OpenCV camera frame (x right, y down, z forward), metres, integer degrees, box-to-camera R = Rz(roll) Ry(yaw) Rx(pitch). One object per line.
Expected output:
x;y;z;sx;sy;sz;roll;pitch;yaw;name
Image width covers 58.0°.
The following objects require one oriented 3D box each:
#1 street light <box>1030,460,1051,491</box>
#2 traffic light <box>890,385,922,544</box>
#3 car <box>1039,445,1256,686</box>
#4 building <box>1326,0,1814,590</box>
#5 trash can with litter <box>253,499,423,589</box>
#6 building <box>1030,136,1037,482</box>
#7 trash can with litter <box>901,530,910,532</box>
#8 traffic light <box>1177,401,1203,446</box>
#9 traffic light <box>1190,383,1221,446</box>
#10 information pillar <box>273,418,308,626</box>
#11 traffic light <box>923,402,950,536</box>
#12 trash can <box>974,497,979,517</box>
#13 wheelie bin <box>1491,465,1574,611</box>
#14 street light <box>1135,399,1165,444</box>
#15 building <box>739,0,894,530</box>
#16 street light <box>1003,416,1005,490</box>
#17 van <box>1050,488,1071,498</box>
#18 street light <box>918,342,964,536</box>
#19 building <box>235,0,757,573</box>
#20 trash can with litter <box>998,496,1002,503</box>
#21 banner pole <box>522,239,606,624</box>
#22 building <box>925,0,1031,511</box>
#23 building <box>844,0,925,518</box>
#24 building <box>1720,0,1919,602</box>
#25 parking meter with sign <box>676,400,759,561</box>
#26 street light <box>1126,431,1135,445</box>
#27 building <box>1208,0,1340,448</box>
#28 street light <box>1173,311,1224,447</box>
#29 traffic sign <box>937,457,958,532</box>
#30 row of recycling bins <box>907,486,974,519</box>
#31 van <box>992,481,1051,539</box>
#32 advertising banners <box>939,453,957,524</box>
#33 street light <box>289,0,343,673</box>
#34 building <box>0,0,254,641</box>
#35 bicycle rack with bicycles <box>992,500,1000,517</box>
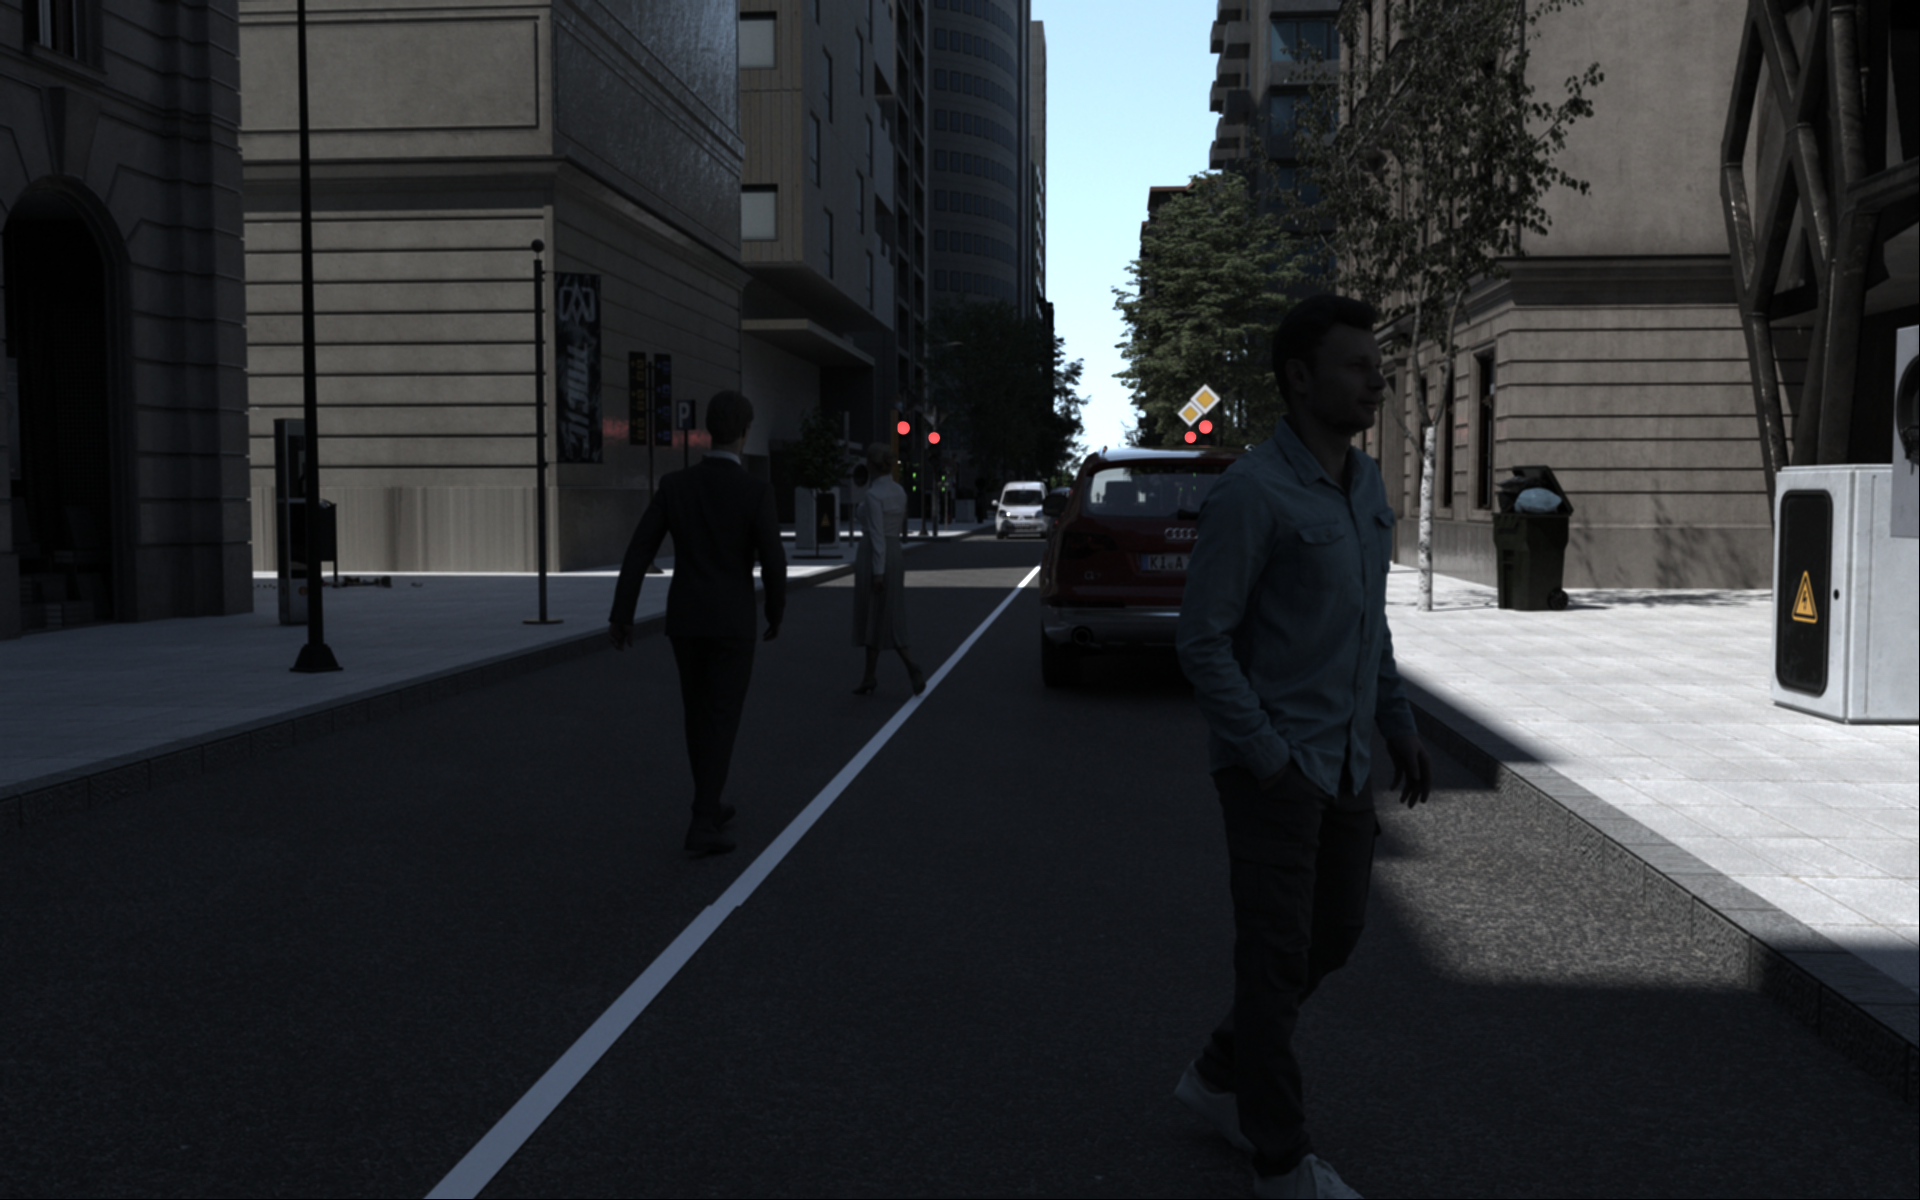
5.816;-9.583;129.221;1.470;5.913;1.316;0;4;5;street light
-1.415;-3.418;44.803;0.839;4.253;0.868;0;4;5;traffic light
1.781;-0.348;14.363;2.281;1.827;5.304;0;4;6;car
12.762;-10.212;31.595;10.561;19.102;19.286;0;4;5;building
-8.612;-0.795;24.048;2.233;1.210;1.678;1;4;12;trash can with litter
1.186;-31.130;192.562;14.154;41.232;14.086;0;4;5;building
-2.519;-2.948;59.258;1.678;1.210;2.233;1;4;21;trash can with litter
6.895;-3.866;52.130;0.839;4.253;0.868;0;4;5;traffic light
6.220;-3.379;44.174;0.839;4.253;0.868;0;4;5;traffic light
-6.501;-0.763;16.975;0.304;2.012;0.304;-3;5;-39;information pillar
-0.740;-3.905;52.760;0.839;4.253;0.868;0;4;5;traffic light
0.728;-5.162;96.046;0.748;1.137;0.748;0;3;0;trash can
6.316;-0.688;19.152;0.693;1.594;0.980;-1;4;-17;wheelie bin
9.440;-6.852;84.577;1.470;5.913;1.316;0;4;5;street light
-17.258;-29.291;68.148;28.713;52.752;27.495;0;4;5;building
2.989;-7.537;95.778;1.470;5.913;1.316;0;4;5;street light
6.397;-6.294;109.918;2.013;2.044;4.112;0;4;5;van
-0.581;-4.935;53.229;1.470;5.913;1.316;0;4;5;street light
-20.098;-12.396;35.960;30.059;22.955;16.112;0;4;5;building
3.380;-7.130;127.955;1.055;1.170;0.624;-1;4;-14;trash can with litter
-3.947;-1.665;17.240;0.863;3.779;0.401;-2;4;-28;banner pole
-4.140;-38.458;170.791;21.231;58.520;28.212;0;4;5;building
-10.513;-40.611;102.241;20.563;71.187;20.611;0;4;5;building
15.598;-8.920;13.287;16.820;18.784;16.811;0;4;5;building
-4.453;-2.231;32.745;1.738;3.016;0.543;-3;5;-40;parking meter with sign
13.139;-9.448;127.018;1.470;5.913;1.316;0;4;5;street light
25.535;-29.156;96.311;23.786;49.044;30.456;0;4;5;building
6.122;-4.381;44.169;1.470;5.913;1.316;0;4;5;street light
-0.466;-3.614;59.203;0.768;2.556;0.104;1;4;10;traffic sign
-1.033;-5.152;91.354;3.534;1.692;1.069;0;4;-6;row of recycling bins
2.085;-3.018;56.348;2.013;2.044;4.112;0;4;5;van
-0.502;-4.754;73.911;0.090;3.025;2.074;1;4;21;advertising banners
-4.137;-2.435;12.348;1.470;5.913;1.316;0;4;5;street light
-14.488;-10.114;7.164;13.314;21.916;24.055;0;4;5;building
1.502;-5.237;99.002;2.852;0.926;2.925;1;4;15;bicycle rack with bicycles
